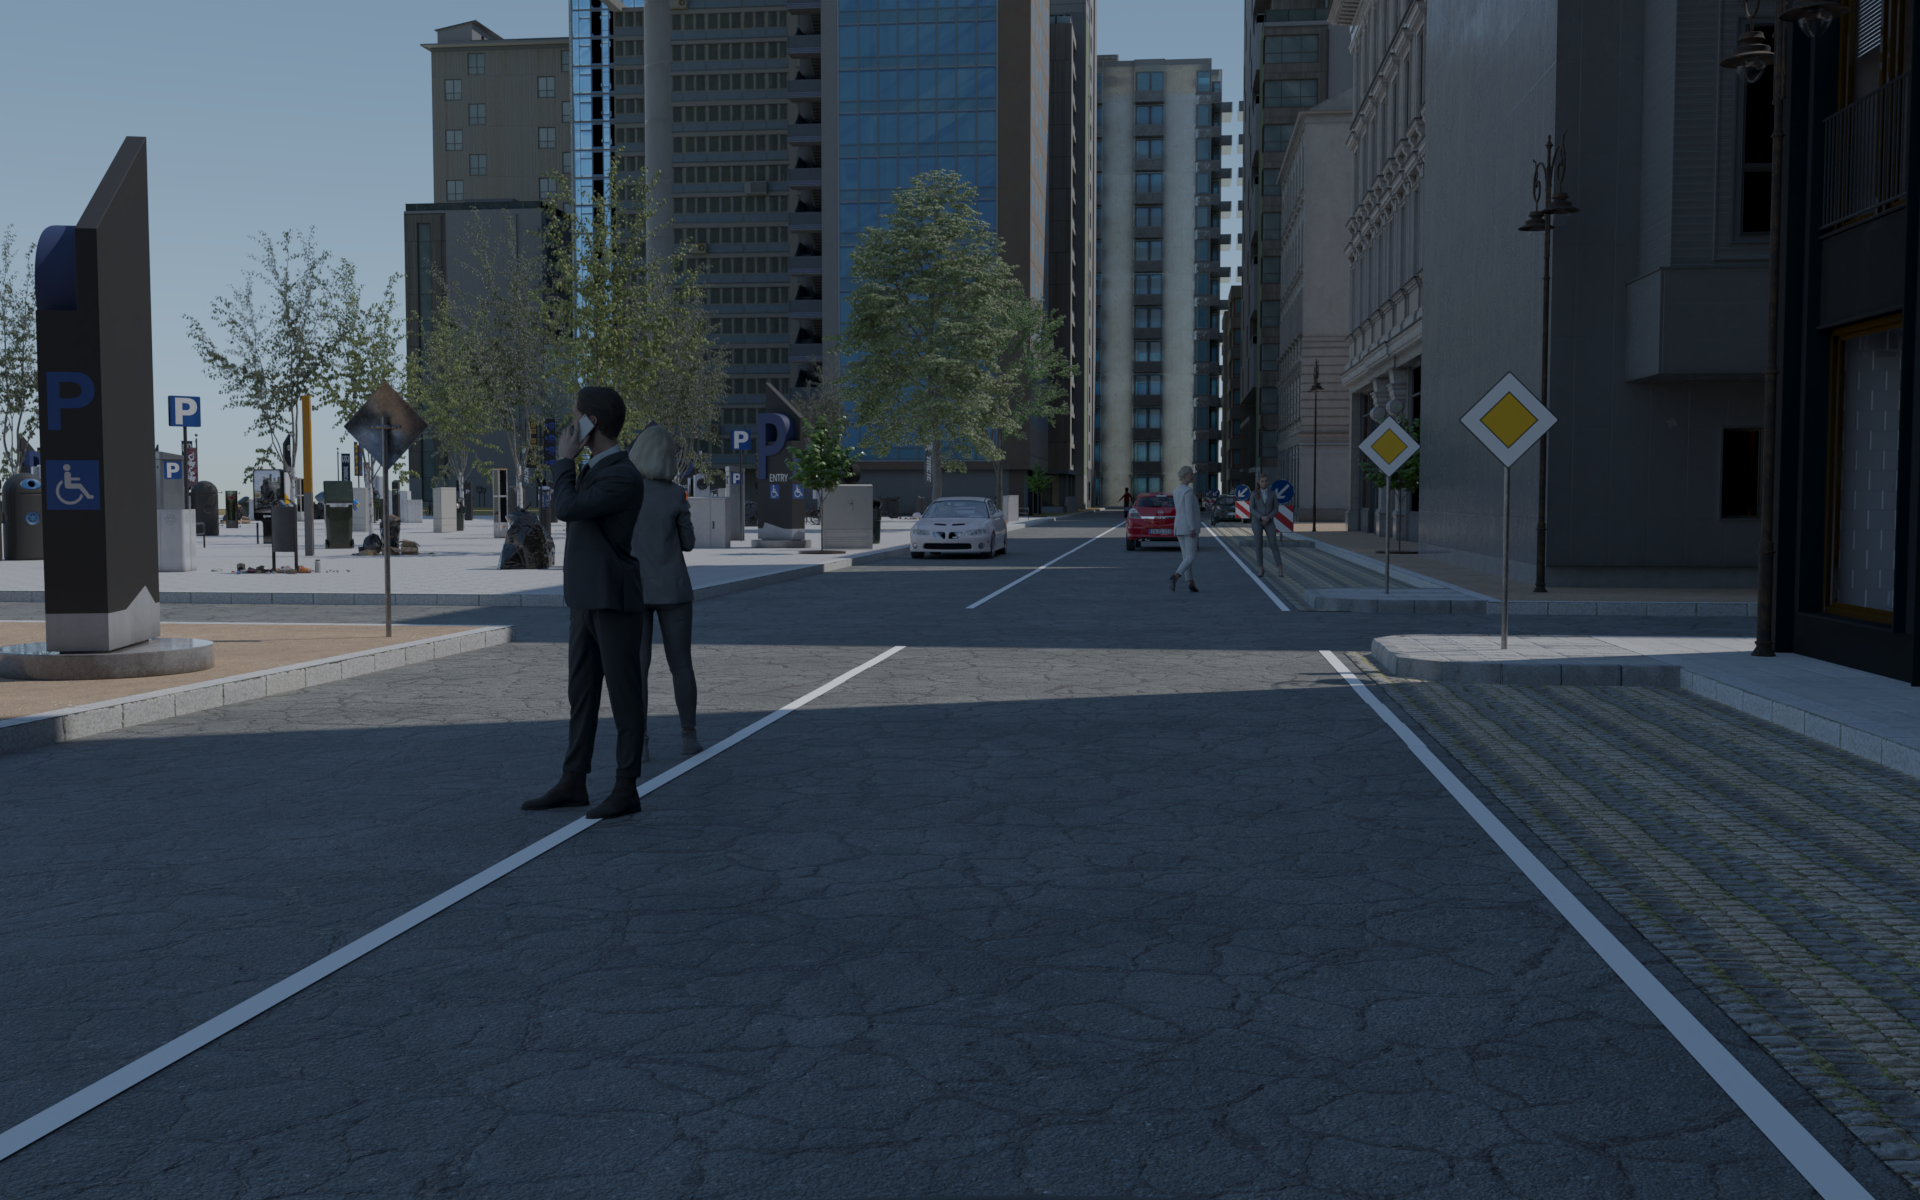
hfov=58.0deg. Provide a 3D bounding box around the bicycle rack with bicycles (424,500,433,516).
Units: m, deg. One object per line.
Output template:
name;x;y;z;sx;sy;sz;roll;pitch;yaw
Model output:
bicycle rack with bicycles;-30.536;-5.226;98.819;2.852;0.926;2.925;-1;4;-17

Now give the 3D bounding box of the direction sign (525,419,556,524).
direction sign;-12.588;-3.673;52.048;0.876;3.537;0.379;0;4;-7

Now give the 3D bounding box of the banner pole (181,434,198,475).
banner pole;-31.761;-4.990;71.605;0.401;3.779;0.863;3;5;42

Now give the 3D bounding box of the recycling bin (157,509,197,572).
recycling bin;-13.129;-0.988;28.700;0.722;1.027;0.722;0;4;-8

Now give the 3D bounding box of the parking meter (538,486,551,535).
parking meter;-12.891;-2.774;53.768;0.372;1.533;0.369;0;3;0

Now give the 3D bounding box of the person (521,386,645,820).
person;-1.649;0.010;7.697;0.474;1.900;0.648;-2;4;-31

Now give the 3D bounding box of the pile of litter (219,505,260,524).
pile of litter;-31.113;-3.713;74.671;1.719;0.858;1.176;-1;4;-17

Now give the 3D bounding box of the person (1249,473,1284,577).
person;5.271;-1.284;29.771;0.520;1.790;0.573;-1;4;-12

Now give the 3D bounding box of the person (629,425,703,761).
person;-1.707;-0.049;9.485;0.537;1.800;0.526;0;4;4

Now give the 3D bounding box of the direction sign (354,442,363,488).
direction sign;-26.112;-5.090;75.225;0.379;3.537;0.876;0;4;2

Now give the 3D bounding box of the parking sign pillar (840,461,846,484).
parking sign pillar;-6.707;-6.477;94.374;1.447;3.967;1.447;-1;4;-14

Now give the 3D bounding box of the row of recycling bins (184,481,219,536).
row of recycling bins;-24.593;-2.817;53.179;3.534;1.692;1.069;0;4;-5

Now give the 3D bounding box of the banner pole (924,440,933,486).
banner pole;-1.110;-4.809;68.649;0.863;3.779;0.401;3;4;38

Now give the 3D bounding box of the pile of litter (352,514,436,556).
pile of litter;-11.962;-1.388;36.652;1.719;0.858;1.176;-1;4;-16

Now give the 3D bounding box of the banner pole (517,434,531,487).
banner pole;-18.294;-5.051;72.605;0.863;3.779;0.401;2;4;27

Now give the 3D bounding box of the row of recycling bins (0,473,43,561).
row of recycling bins;-17.819;-1.638;33.899;1.069;1.692;3.534;3;5;45

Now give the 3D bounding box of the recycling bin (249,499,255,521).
recycling bin;-33.493;-4.302;82.886;0.722;1.027;0.722;1;4;18

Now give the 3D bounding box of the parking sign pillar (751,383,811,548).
parking sign pillar;-4.292;-3.243;41.487;1.447;3.967;1.447;-3;5;-45

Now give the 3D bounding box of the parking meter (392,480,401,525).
parking meter;-23.255;-4.020;71.434;0.255;1.863;0.399;0;4;-2

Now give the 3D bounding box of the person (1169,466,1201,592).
person;3.238;-1.023;25.097;0.818;1.842;0.514;-3;5;-42

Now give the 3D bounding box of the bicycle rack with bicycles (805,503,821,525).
bicycle rack with bicycles;-5.572;-3.604;72.315;2.925;0.926;2.852;0;4;6

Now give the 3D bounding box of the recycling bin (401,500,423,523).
recycling bin;-24.475;-3.961;77.318;0.722;1.027;0.722;-3;5;-39

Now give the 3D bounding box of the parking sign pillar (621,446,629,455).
parking sign pillar;-14.760;-5.279;74.790;1.447;3.967;1.447;-2;4;-31

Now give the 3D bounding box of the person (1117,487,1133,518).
person;9.845;-5.758;102.600;1.348;1.831;0.705;-3;5;-44

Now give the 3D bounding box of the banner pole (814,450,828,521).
banner pole;-6.598;-5.694;83.109;0.863;3.779;0.401;-3;4;-36

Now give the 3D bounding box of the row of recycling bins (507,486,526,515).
row of recycling bins;-22.505;-4.877;86.859;1.069;1.692;3.534;-2;4;-23

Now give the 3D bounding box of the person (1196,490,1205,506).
person;23.409;-9.810;168.899;1.348;1.823;0.705;1;4;21

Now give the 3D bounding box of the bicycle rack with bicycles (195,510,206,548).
bicycle rack with bicycles;-18.767;-1.633;40.077;2.852;0.926;2.925;-1;4;-13

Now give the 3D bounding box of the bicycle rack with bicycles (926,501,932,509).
bicycle rack with bicycles;-0.634;-4.724;90.626;2.852;0.926;2.925;0;4;5

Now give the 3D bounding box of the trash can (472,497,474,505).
trash can;-25.226;-4.706;88.600;0.748;1.137;0.748;0;3;0

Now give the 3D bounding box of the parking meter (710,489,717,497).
parking meter;-12.705;-4.948;89.314;0.372;1.533;0.369;0;3;0

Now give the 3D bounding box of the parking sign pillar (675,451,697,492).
parking sign pillar;-14.642;-6.325;91.882;1.447;3.967;1.447;0;4;-2

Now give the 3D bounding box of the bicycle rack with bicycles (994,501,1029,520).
bicycle rack with bicycles;2.194;-4.420;85.656;2.852;0.926;2.925;-1;4;-14

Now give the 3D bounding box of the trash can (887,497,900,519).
trash can;-3.482;-4.859;91.094;0.748;1.137;0.748;0;3;0

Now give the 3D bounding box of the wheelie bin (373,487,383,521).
wheelie bin;-27.913;-4.544;82.200;0.693;1.594;0.980;0;4;7

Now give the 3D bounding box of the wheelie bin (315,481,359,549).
wheelie bin;-14.643;-2.006;40.712;0.980;1.594;0.693;-2;4;-23

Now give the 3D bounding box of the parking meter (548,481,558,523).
parking meter;-18.118;-4.371;77.174;0.399;1.863;0.255;1;4;10

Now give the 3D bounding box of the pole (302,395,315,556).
pole;-13.503;-2.570;35.869;0.158;3.312;0.155;0;3;0

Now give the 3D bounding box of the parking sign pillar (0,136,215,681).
parking sign pillar;-6.214;-1.469;12.498;1.447;3.967;1.447;-1;4;-10

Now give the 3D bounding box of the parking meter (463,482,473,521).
parking meter;-23.810;-4.776;83.794;0.399;1.863;0.255;0;4;-4

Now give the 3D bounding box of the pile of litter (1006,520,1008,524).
pile of litter;1.512;-3.671;73.993;1.176;0.858;1.719;0;4;8

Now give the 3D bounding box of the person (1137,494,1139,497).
person;16.258;-8.893;157.128;0.421;1.427;0.697;-2;4;-31

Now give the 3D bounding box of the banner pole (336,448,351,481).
banner pole;-33.308;-6.329;93.493;0.863;3.779;0.401;-2;4;-25

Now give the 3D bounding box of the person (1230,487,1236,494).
person;14.103;-4.950;89.548;0.853;1.813;0.709;0;4;-4
